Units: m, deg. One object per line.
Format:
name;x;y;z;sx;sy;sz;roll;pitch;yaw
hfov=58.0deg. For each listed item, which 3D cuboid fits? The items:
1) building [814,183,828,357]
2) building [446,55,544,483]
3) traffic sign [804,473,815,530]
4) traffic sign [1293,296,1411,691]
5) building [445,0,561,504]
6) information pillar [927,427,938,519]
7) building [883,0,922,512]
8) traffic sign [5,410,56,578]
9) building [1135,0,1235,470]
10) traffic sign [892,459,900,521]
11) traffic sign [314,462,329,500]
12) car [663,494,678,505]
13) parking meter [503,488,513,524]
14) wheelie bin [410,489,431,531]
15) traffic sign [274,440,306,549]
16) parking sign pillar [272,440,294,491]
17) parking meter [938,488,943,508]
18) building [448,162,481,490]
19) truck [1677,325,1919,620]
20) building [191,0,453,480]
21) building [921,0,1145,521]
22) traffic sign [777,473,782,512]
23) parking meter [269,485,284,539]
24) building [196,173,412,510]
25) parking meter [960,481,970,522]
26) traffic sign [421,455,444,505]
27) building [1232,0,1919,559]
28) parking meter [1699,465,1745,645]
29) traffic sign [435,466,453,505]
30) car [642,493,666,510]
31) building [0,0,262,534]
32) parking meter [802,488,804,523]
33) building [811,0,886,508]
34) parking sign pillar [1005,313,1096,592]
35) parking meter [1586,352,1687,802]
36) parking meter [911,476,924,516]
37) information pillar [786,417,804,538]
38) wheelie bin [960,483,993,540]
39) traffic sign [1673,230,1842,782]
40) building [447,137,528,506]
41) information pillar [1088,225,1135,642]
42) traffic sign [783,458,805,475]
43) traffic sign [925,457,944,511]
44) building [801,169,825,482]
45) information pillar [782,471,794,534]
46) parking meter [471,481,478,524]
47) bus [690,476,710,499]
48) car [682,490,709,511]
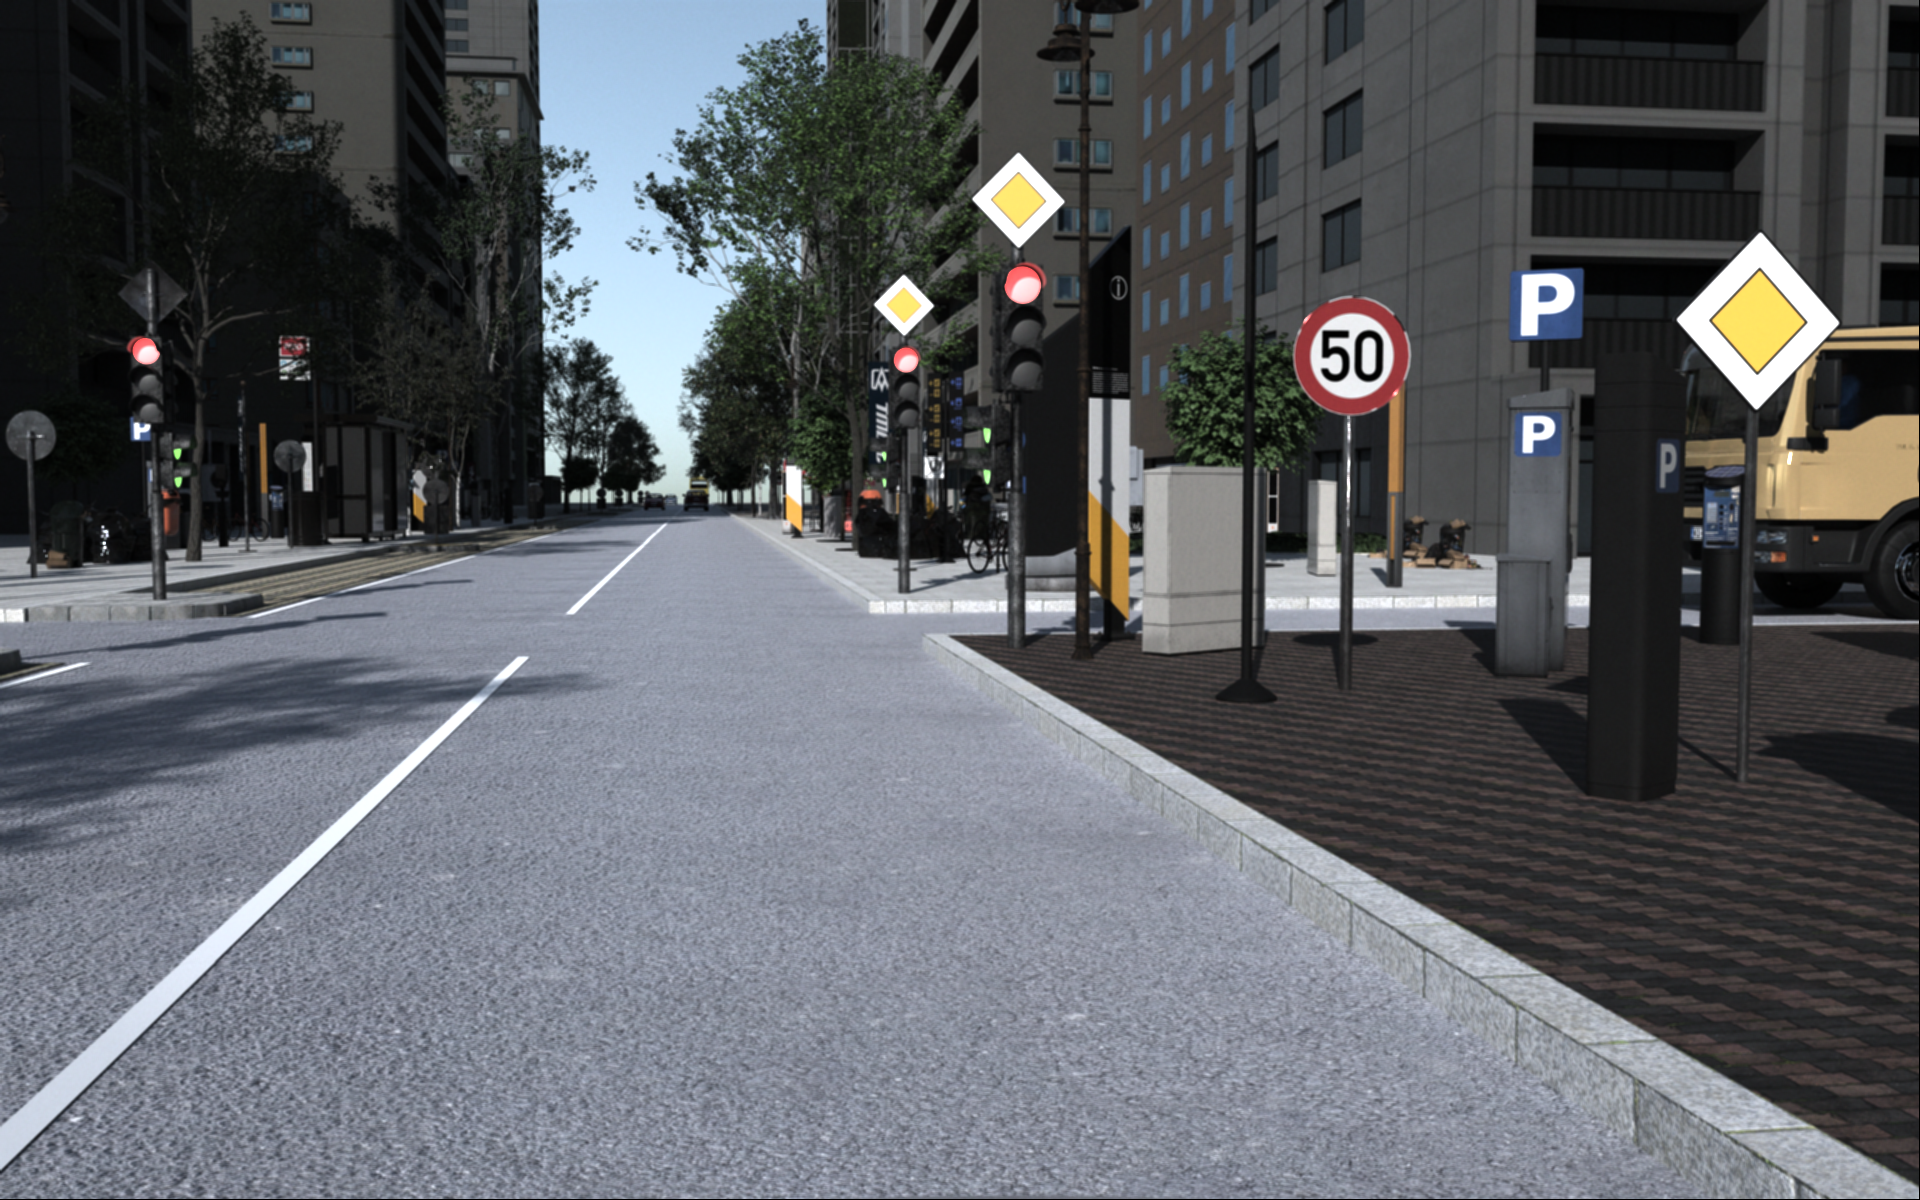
building;-11.797;-32.981;222.833;14.154;41.232;14.086;-1;4;-9
building;-66.357;-38.106;212.265;28.713;52.752;27.495;-1;4;-9
traffic sign;-5.135;-3.714;60.728;0.884;2.594;0.081;0;4;1
traffic sign;2.520;-0.681;11.247;0.768;2.556;0.104;0;4;-3
building;-65.674;-48.811;236.315;20.563;71.187;20.611;-1;4;-9
information pillar;-0.802;-3.645;50.947;0.183;3.616;0.504;-3;4;-36
building;4.961;-35.841;128.005;21.231;58.520;28.212;-1;4;-9
traffic sign;-14.113;-1.603;26.317;0.768;2.556;0.104;0;4;0
building;14.960;-25.256;63.047;14.600;45.320;14.200;-1;4;-9
traffic sign;-2.294;-3.656;59.889;0.768;2.556;0.104;0;4;-1
traffic sign;-19.696;-3.308;54.084;0.884;2.594;0.081;0;4;-8
car;-38.626;-13.407;231.199;2.014;1.417;4.499;-1;4;-9
parking meter;-19.550;-4.068;74.921;0.372;1.533;0.369;0;3;0
wheelie bin;-18.944;-3.227;60.666;0.980;1.594;0.693;3;5;42
traffic sign;-15.748;-2.484;40.715;0.768;2.556;0.104;0;4;0
parking sign pillar;-33.762;-5.989;86.393;1.447;3.967;1.447;1;4;8
parking meter;-0.890;-3.977;73.443;0.372;1.533;0.369;0;3;0
building;-49.654;-23.100;149.382;14.160;30.474;14.107;-1;4;-9
truck;12.828;-1.535;21.020;9.791;3.379;3.469;-1;4;-8
building;-50.928;-30.974;130.135;21.300;48.544;21.600;-1;4;-9
building;9.916;-28.418;88.333;21.300;48.544;21.600;-1;4;-9
traffic sign;-9.941;-5.826;95.358;0.768;2.556;0.104;0;4;-8
parking meter;-19.721;-2.544;50.005;0.372;1.533;0.369;0;3;0
building;-50.244;-15.935;105.574;27.650;21.520;28.899;-1;4;-9
parking meter;0.232;-4.238;75.008;0.399;1.863;0.255;1;4;10
traffic sign;-17.346;-3.476;56.936;0.768;2.556;0.104;0;4;1
building;20.025;-37.014;43.429;20.611;71.187;20.563;-1;4;-9
parking meter;6.561;-0.394;14.850;0.372;1.533;0.369;0;3;0
traffic sign;-20.202;-4.129;67.515;0.884;2.594;0.081;0;4;-6
car;-27.651;-9.040;156.846;2.155;1.783;4.494;0;4;-7
building;-37.739;-38.159;62.155;20.563;71.187;20.611;-1;4;-9
parking meter;-6.780;-3.962;73.192;0.372;1.533;0.369;0;3;0
building;-6.909;-46.889;204.885;20.563;71.187;20.611;-1;4;-9
parking sign pillar;1.330;-2.130;23.297;1.447;3.967;1.447;-2;4;-31
parking meter;2.875;-0.101;7.357;0.399;1.863;0.255;-3;5;-44
parking meter;-1.327;-2.986;54.526;0.255;1.863;0.399;-2;4;-35
information pillar;-4.818;-3.614;50.438;0.504;3.616;0.183;0;4;8
wheelie bin;0.497;-2.493;48.675;0.980;1.594;0.693;-2;4;-29
traffic sign;3.494;-0.397;7.670;0.795;2.450;0.064;0;4;-8
building;-56.192;-31.138;192.703;14.154;41.232;14.086;-1;4;-9
information pillar;1.290;-1.450;15.069;0.504;3.616;0.183;-3;4;-37
traffic sign;-5.120;-3.297;54.005;0.768;2.556;0.104;0;4;-1
traffic sign;-0.672;-2.747;47.040;0.606;2.300;0.079;0;4;-6
building;-8.188;-40.047;244.013;28.713;52.752;27.495;-1;4;-9
information pillar;-5.487;-3.112;55.368;0.304;2.012;0.304;1;4;19
parking meter;-20.829;-4.198;74.346;0.255;1.863;0.399;0;4;-3
bus;-36.044;-15.177;239.688;2.896;3.916;12.252;0;4;-8
car;-22.578;-8.533;148.180;2.281;1.827;5.304;-1;4;-10
